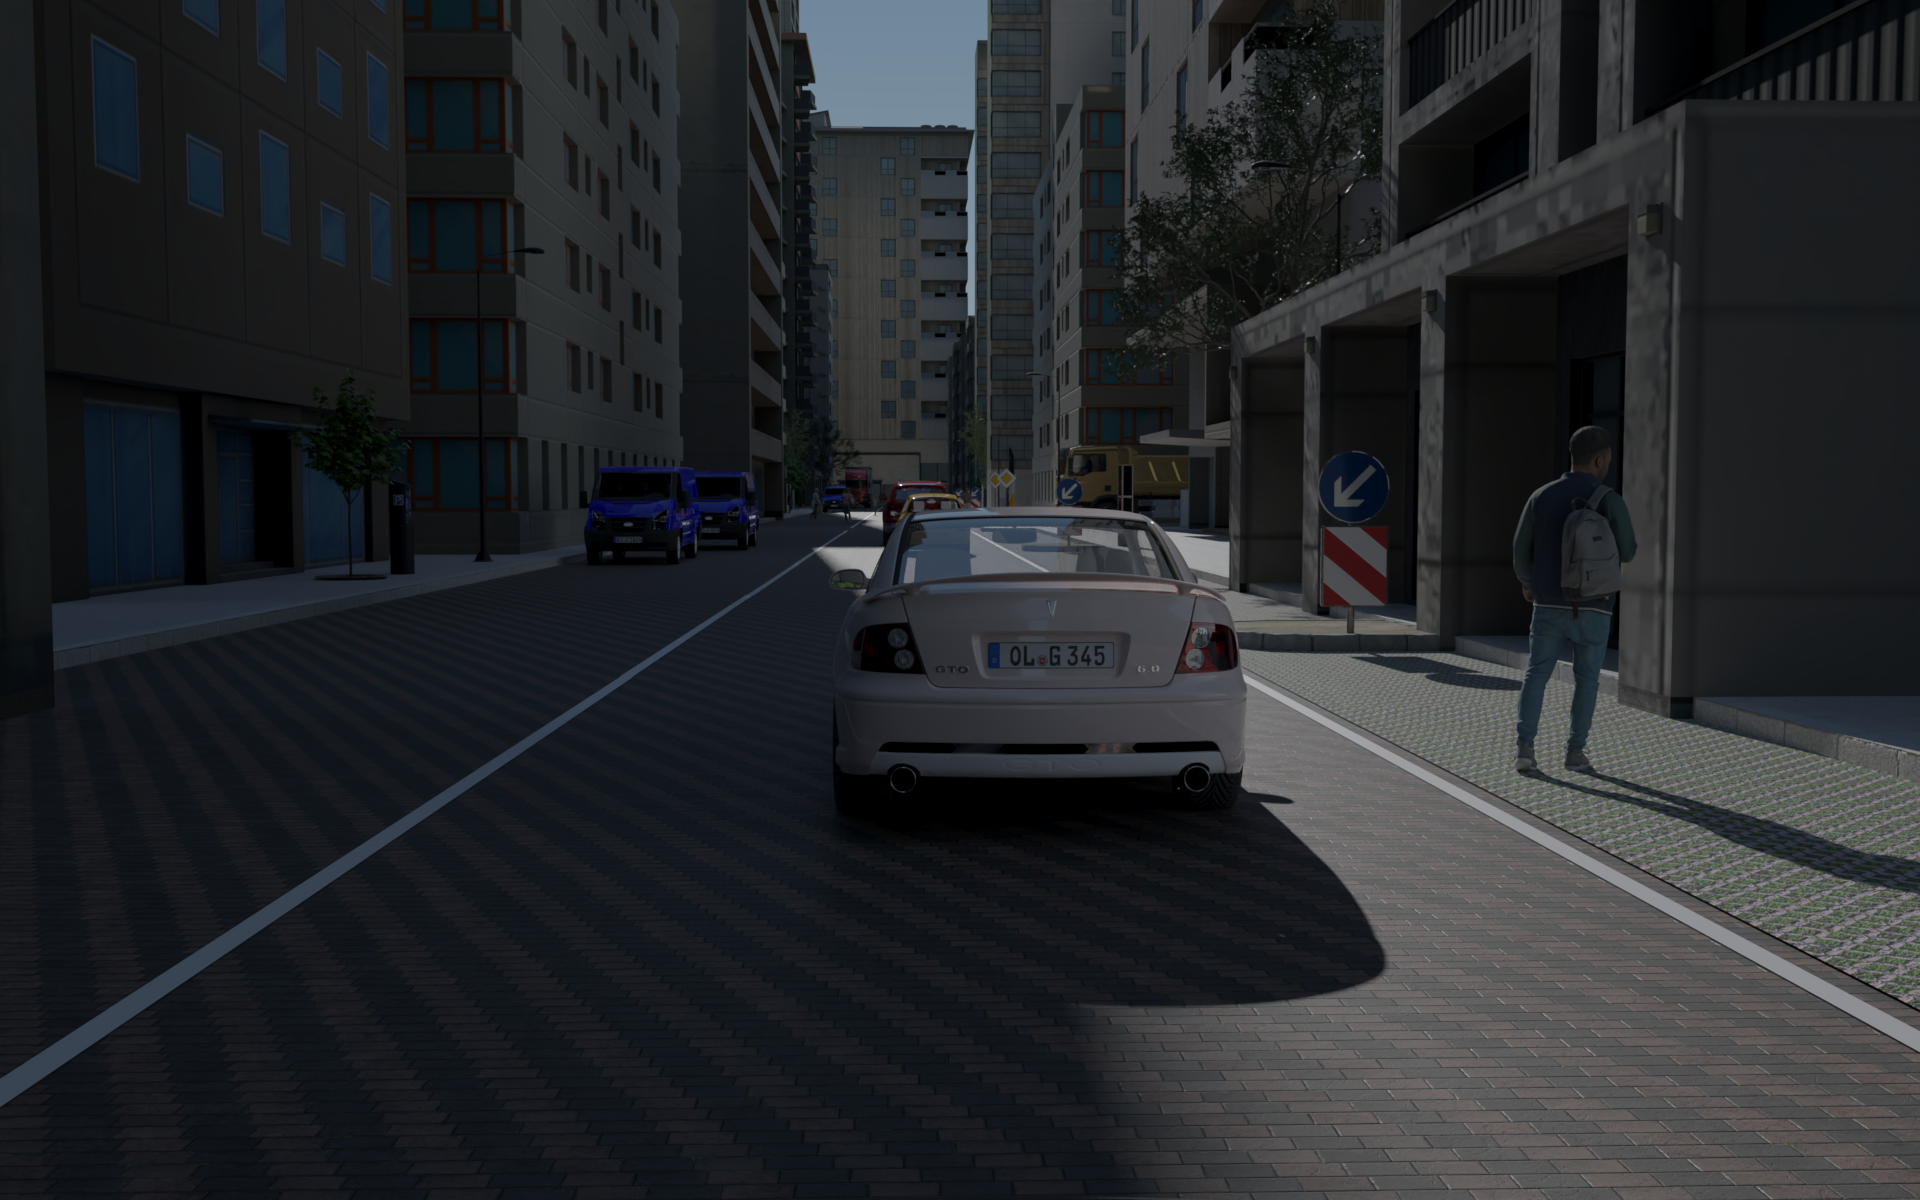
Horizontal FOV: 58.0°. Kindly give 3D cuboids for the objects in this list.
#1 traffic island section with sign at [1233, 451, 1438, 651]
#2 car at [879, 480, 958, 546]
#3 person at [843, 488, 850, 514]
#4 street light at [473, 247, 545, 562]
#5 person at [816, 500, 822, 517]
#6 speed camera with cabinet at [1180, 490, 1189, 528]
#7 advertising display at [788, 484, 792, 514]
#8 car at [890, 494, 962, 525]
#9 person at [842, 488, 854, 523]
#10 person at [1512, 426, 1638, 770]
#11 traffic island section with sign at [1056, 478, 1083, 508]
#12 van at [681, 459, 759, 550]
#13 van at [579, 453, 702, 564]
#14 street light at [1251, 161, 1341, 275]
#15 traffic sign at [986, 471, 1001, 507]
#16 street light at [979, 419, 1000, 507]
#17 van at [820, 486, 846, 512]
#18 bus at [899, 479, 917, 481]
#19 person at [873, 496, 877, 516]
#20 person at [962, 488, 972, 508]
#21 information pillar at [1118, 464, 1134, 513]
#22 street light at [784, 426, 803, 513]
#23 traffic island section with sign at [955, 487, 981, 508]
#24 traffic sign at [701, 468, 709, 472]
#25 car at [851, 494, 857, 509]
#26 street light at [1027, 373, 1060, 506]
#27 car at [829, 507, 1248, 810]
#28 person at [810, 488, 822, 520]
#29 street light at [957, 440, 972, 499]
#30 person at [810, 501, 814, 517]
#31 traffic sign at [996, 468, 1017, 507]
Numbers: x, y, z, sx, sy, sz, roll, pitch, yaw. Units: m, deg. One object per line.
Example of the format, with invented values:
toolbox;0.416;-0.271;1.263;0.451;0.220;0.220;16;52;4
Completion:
traffic island section with sign;3.471;-0.489;16.619;1.989;1.847;2.006;0;4;-2
car;-1.177;-2.491;49.398;2.281;1.827;5.304;0;4;-2
person;-8.208;-7.201;126.035;0.655;1.846;0.447;3;4;39
street light;-8.510;-3.680;32.709;1.470;5.913;1.316;0;4;-2
person;-9.017;-5.939;110.623;0.505;1.210;0.382;1;4;15
speed camera with cabinet;9.390;-4.433;66.816;2.038;3.252;0.660;-3;5;-41
advertising display;-11.168;-6.633;113.656;0.123;1.923;0.974;0;4;1
car;-0.687;-1.957;42.227;2.015;1.641;3.980;0;4;-3
person;-5.536;-4.661;85.299;0.593;1.750;0.643;0;4;1
person;3.158;-0.005;8.927;0.623;1.781;0.721;2;4;24
traffic island section with sign;2.572;-2.136;43.559;1.989;1.847;2.006;0;4;-2
van;-6.461;-2.549;46.056;2.240;2.365;5.245;0;4;-3
van;-6.750;-2.001;37.102;2.240;2.365;5.245;0;4;-3
street light;4.757;-3.168;24.331;1.470;5.913;1.316;0;4;-2
traffic sign;1.513;-4.330;74.431;0.795;2.450;0.064;0;4;-2
street light;1.861;-8.241;107.279;1.470;5.913;1.316;0;4;-2
van;-9.844;-8.098;136.793;2.240;2.365;5.245;0;4;-2
bus;-6.227;-13.307;212.430;2.948;3.499;13.247;0;3;0
person;-5.607;-6.223;114.502;0.306;1.304;0.590;1;4;11
person;0.397;-5.060;91.777;0.519;1.759;0.362;1;4;18
information pillar;4.066;-2.328;42.557;0.304;2.012;0.304;-1;4;-15
street light;-11.327;-8.870;117.573;1.470;5.913;1.316;0;4;-2
traffic island section with sign;0.717;-5.533;99.094;1.989;1.847;2.006;0;4;-2
traffic sign;-9.709;-3.819;66.088;0.795;2.450;0.064;0;4;-2
car;-10.830;-9.478;165.186;2.015;1.641;3.980;0;4;-2
street light;3.253;-5.740;66.383;1.470;5.913;1.316;0;4;-2
car;0.316;0.190;9.255;2.083;1.381;4.827;0;4;-1
person;-8.056;-5.380;96.941;0.515;1.767;0.782;-2;4;-29
street light;0.408;-10.805;149.205;1.470;5.913;1.316;0;4;-2
person;-9.136;-5.799;108.336;0.505;1.210;0.382;-3;5;-42
traffic sign;1.779;-3.841;66.450;0.795;2.450;0.064;0;4;-2
